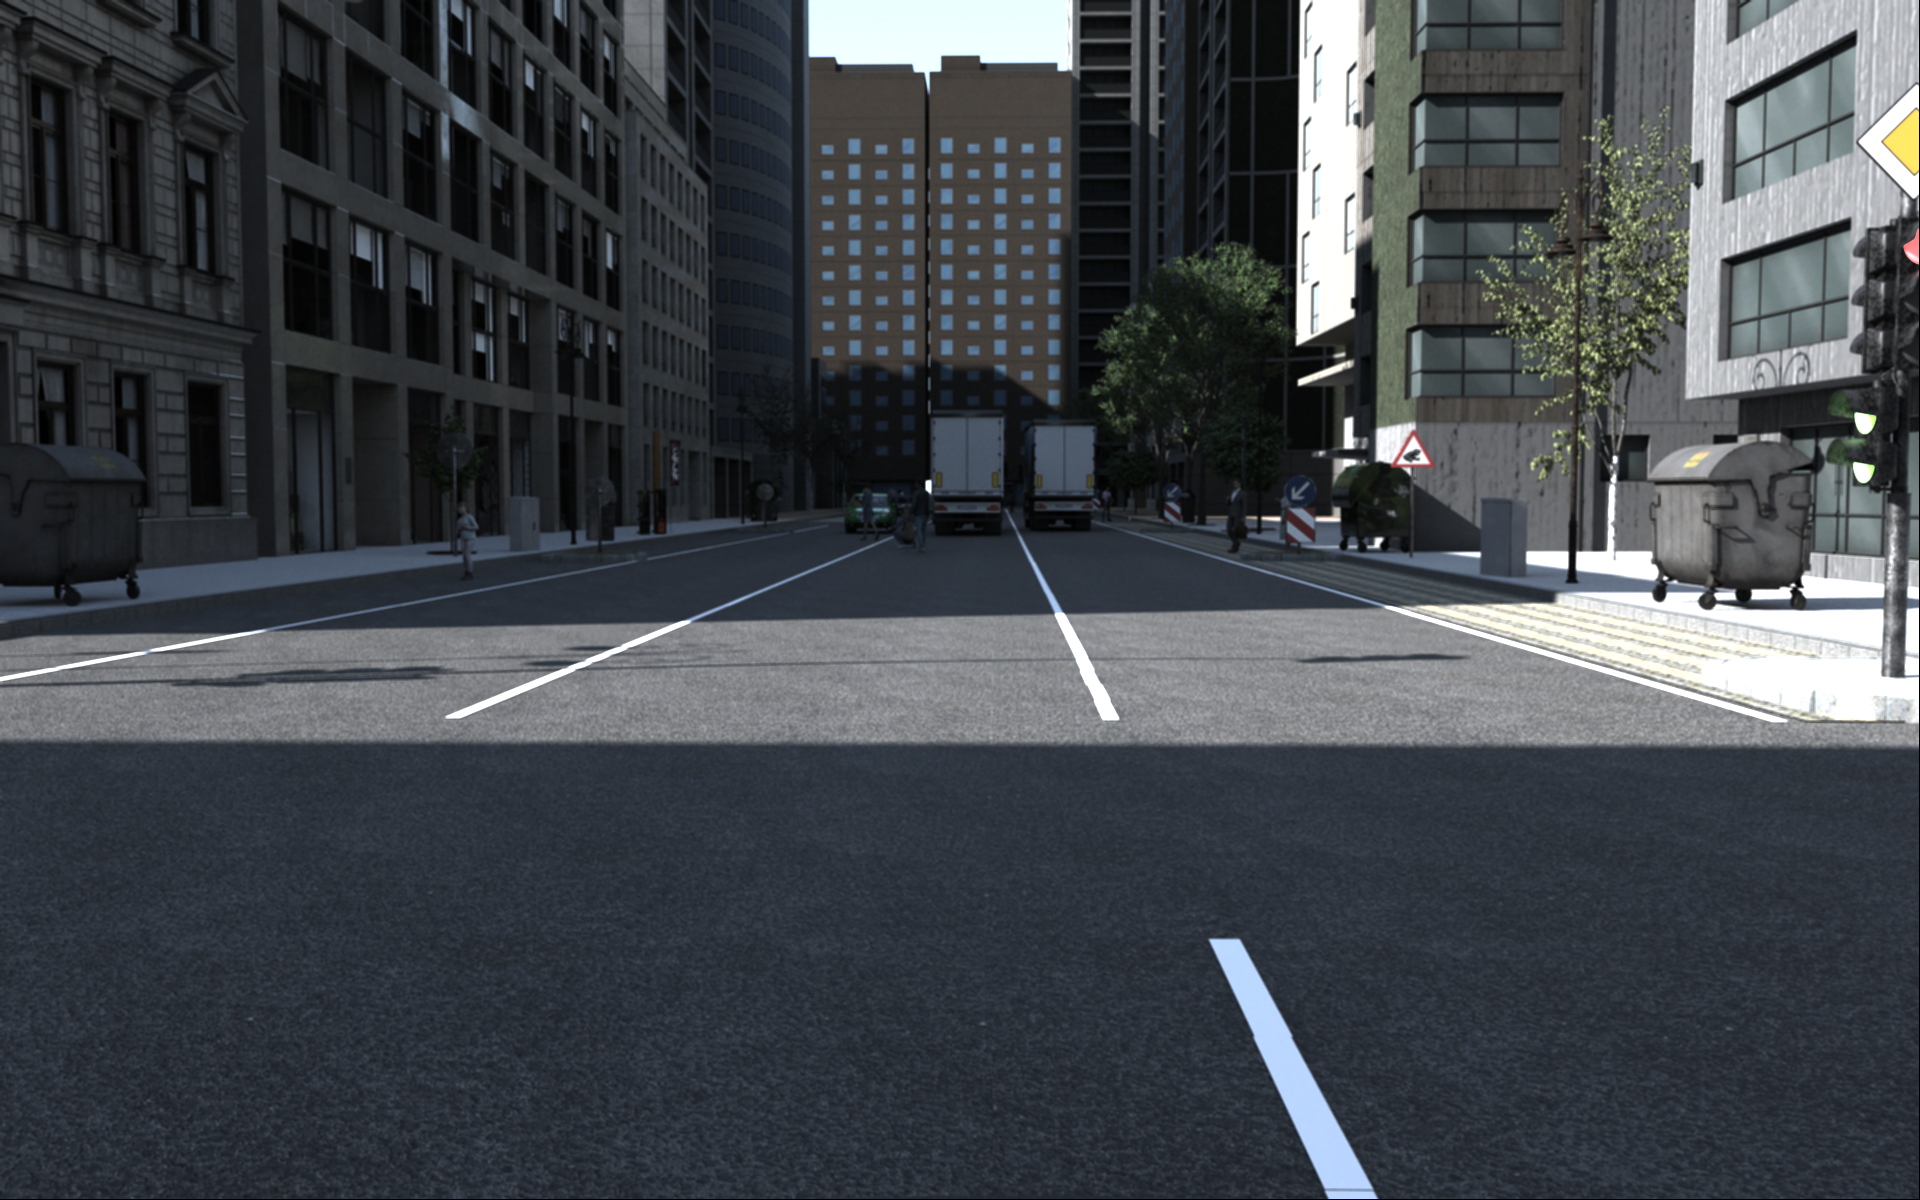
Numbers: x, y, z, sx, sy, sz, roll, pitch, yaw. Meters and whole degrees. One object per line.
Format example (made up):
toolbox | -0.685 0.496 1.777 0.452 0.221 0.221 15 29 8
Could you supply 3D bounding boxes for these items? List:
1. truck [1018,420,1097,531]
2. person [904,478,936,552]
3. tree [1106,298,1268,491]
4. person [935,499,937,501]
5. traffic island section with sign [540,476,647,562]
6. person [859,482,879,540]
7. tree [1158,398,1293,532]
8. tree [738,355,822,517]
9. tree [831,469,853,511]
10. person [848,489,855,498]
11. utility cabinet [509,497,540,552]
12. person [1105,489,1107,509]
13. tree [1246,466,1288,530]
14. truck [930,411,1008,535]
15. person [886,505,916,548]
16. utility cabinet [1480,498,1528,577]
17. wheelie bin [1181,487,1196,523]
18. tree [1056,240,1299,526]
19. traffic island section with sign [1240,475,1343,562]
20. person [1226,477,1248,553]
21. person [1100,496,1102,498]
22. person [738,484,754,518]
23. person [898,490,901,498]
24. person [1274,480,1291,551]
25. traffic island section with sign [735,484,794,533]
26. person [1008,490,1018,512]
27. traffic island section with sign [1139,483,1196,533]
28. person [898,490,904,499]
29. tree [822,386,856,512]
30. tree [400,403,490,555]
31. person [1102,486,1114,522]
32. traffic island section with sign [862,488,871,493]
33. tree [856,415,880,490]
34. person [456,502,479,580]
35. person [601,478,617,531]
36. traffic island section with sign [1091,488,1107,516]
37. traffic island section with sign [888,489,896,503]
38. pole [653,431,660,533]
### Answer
truck | 3.948 -5.018 70.962 2.839 4.237 11.283 0 3 0
person | -1.011 -2.084 42.556 0.794 1.824 0.713 -1 4 -21
tree | 10.509 -8.915 80.170 8.767 10.594 7.601 2 4 24
person | -2.245 -9.298 161.240 0.721 1.735 1.217 -3 5 -41
traffic island section with sign | -7.810 -1.750 37.237 1.989 1.847 2.006 0 4 1
person | -2.826 -2.766 53.745 0.654 1.822 0.581 3 4 37
tree | 9.759 -4.624 59.319 4.285 4.588 4.351 0 3 0
tree | -9.720 -8.704 92.678 4.360 8.622 3.978 0 3 0
tree | -8.975 -8.500 133.568 1.663 3.219 1.824 0 3 0
person | -8.792 -8.294 142.371 1.217 1.743 0.721 3 5 40
utility cabinet | -9.786 -1.700 38.965 0.306 1.237 1.020 1 4 10
person | 12.603 -8.649 148.175 0.721 1.735 1.217 1 4 9
tree | 10.797 -4.144 62.353 1.663 3.219 1.824 0 3 0
truck | 0.364 -4.582 63.827 2.839 4.237 11.283 0 4 1
person | -1.564 -1.964 46.105 0.738 1.151 1.012 2 4 34
utility cabinet | 8.524 -0.978 27.144 0.306 1.237 1.020 -1 4 -9
wheelie bin | 10.166 -4.234 77.133 0.693 1.594 0.980 0 4 6
tree | 10.048 -8.853 70.500 9.928 11.665 9.643 0 3 0
traffic island section with sign | 7.117 -1.763 37.456 1.989 1.847 2.006 0 4 1
person | 6.717 -2.053 42.030 0.622 1.834 0.822 3 4 38
person | 12.749 -9.596 162.933 1.348 1.824 0.705 -2 4 -32
person | -11.234 -5.299 92.679 1.348 1.824 0.705 -3 5 -39
person | -4.160 -6.904 122.091 0.721 1.736 1.217 0 4 2
person | 7.600 -1.935 40.702 0.524 1.755 0.480 1 4 19
traffic island section with sign | -7.216 -3.398 64.186 1.989 1.847 2.006 0 4 1
person | 4.122 -7.715 135.365 0.721 1.735 1.217 3 4 38
traffic island section with sign | 7.717 -3.418 64.505 1.989 1.847 2.006 0 4 1
person | -5.514 -9.273 159.984 0.599 1.838 0.709 2 4 31
tree | -9.319 -9.726 109.386 4.360 8.622 3.978 0 3 0
tree | -10.789 -2.592 36.987 1.663 3.219 1.824 0 3 0
person | 7.725 -5.000 90.125 0.709 1.838 0.599 -3 4 -37
traffic island section with sign | -6.119 -6.463 114.298 1.989 1.847 2.006 0 4 1
tree | -8.294 -10.746 126.067 4.360 8.622 3.978 0 3 0
person | -8.254 -0.989 28.955 0.425 1.301 0.394 1 4 10
person | -11.746 -3.141 57.389 0.794 1.824 0.713 0 4 1
traffic island section with sign | 8.822 -6.482 114.606 1.989 1.847 2.006 0 4 1
traffic island section with sign | -5.517 -8.113 141.271 1.989 1.847 2.006 0 4 1
pole | -9.894 -3.828 56.438 0.158 3.312 0.155 0 3 0
